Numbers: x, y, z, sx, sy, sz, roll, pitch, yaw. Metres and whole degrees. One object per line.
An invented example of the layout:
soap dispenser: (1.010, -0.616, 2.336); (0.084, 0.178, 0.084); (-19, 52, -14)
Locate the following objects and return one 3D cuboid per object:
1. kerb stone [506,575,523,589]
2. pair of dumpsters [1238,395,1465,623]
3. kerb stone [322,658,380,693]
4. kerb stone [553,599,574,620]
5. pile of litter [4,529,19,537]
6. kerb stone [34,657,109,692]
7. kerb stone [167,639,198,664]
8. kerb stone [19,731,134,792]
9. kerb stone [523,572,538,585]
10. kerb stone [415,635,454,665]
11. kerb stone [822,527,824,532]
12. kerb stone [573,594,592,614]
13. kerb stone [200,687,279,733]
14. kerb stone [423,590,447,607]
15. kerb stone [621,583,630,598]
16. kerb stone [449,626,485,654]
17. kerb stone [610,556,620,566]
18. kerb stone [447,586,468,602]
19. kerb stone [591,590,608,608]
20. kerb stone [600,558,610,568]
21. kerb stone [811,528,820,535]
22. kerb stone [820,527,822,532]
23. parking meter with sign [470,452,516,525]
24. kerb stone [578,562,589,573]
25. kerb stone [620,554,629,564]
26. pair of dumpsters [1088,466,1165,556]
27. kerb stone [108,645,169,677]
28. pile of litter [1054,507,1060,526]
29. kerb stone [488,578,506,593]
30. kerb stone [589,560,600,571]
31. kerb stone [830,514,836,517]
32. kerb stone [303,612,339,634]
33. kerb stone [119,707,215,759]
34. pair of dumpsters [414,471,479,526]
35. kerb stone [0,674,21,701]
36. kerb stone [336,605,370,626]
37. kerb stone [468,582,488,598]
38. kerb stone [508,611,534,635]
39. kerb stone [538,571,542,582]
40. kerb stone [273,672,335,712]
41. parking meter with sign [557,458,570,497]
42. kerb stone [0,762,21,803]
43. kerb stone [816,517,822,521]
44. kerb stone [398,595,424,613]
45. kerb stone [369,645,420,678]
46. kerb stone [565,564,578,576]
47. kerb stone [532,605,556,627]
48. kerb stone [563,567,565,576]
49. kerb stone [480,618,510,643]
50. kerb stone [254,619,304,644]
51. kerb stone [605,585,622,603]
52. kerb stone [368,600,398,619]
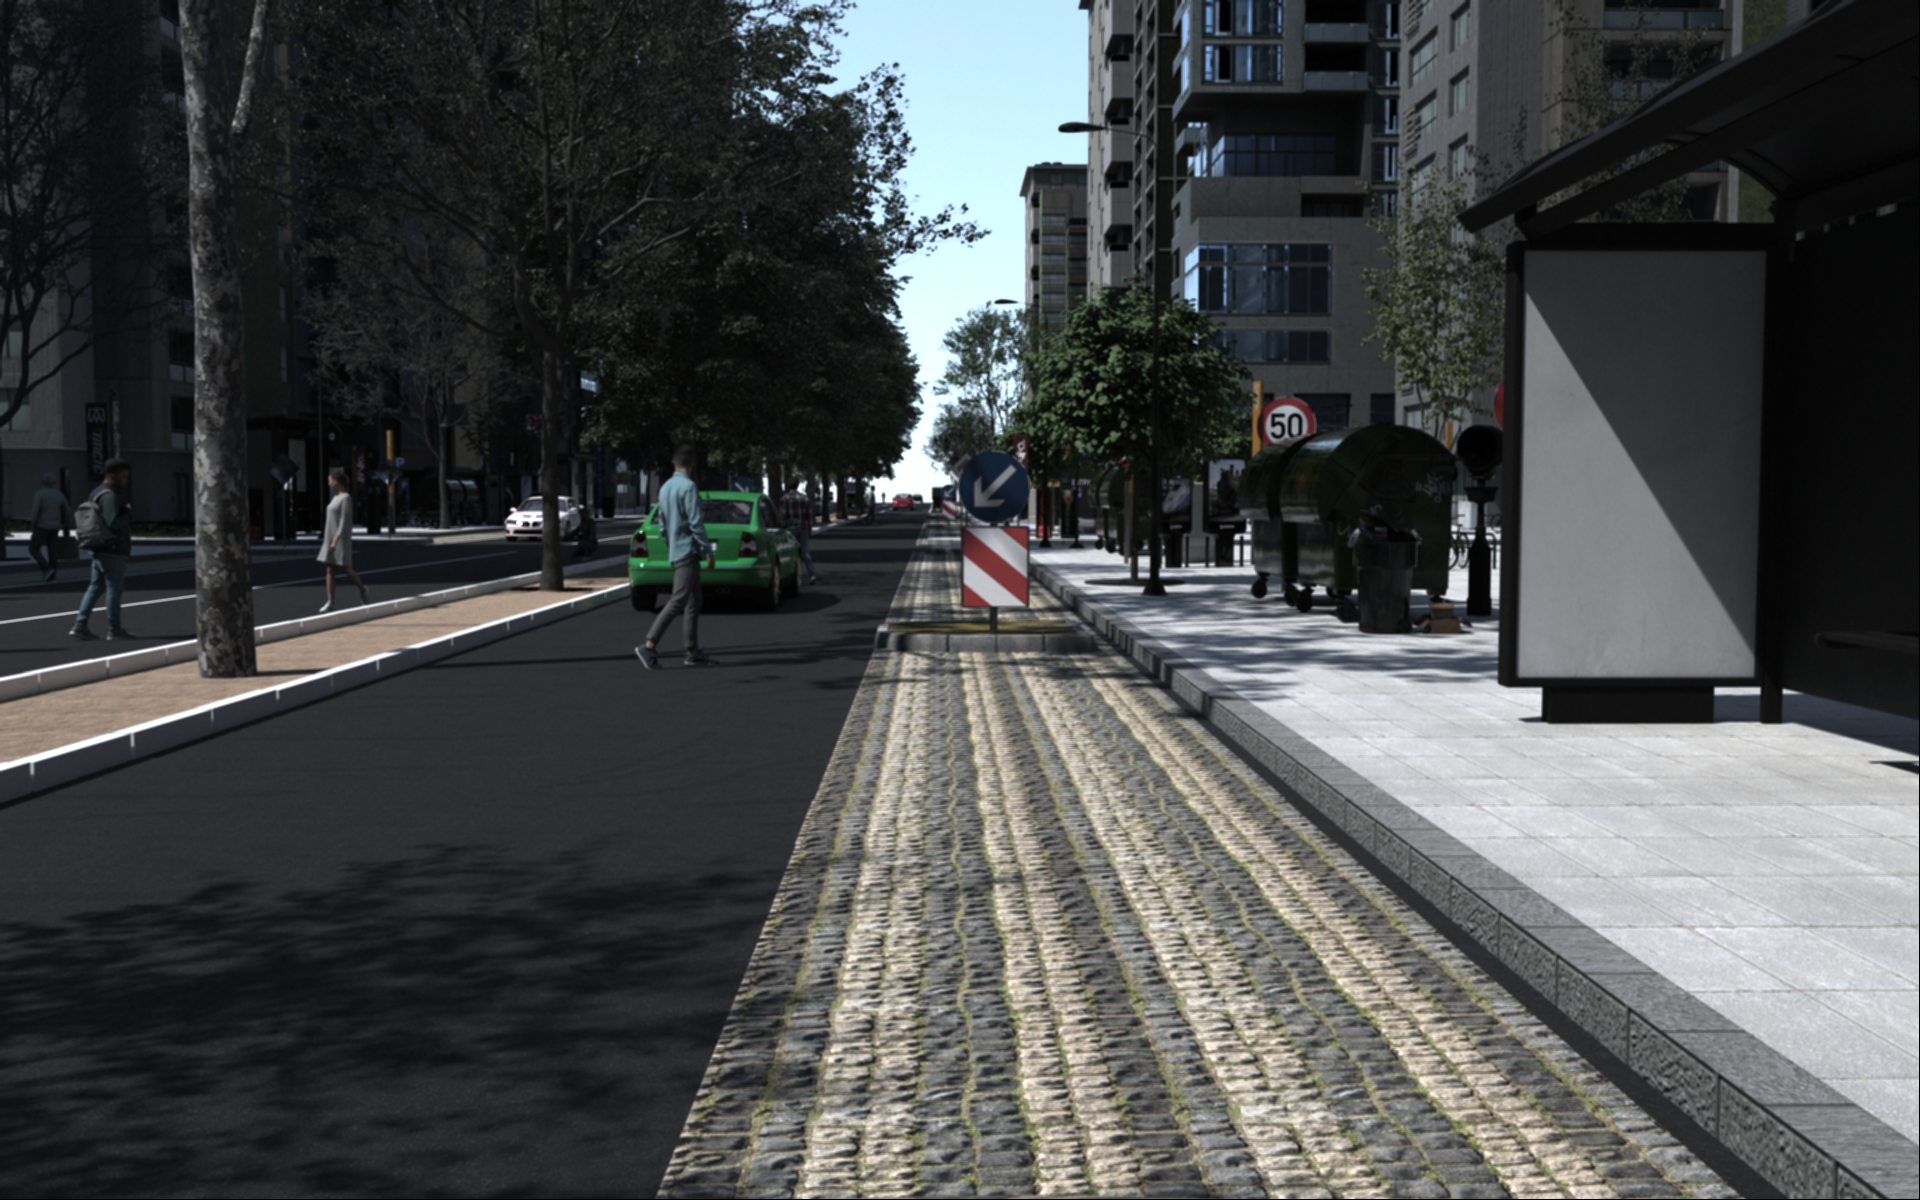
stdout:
kerb stone: (-6.850, -0.248, 26.253); (0.120, 0.150, 1.000); (0, 4, -1)
pair of dumpsters: (4.232, -1.021, 19.183); (1.574, 2.255, 4.437); (0, 4, -1)
kerb stone: (-4.569, 0.571, 12.920); (0.120, 0.150, 1.000); (0, 4, -1)
kerb stone: (-4.668, 0.129, 20.094); (0.120, 0.150, 1.000); (0, 4, -1)
pile of litter: (-28.900, -2.303, 51.617); (1.719, 0.858, 1.176); (2, 4, 26)
kerb stone: (-6.673, 0.566, 12.934); (0.120, 0.150, 1.000); (0, 4, -1)
kerb stone: (-6.693, 0.443, 14.978); (0.120, 0.150, 1.000); (0, 4, -1)
kerb stone: (-4.513, 0.824, 8.817); (0.120, 0.150, 1.000); (0, 4, -1)
kerb stone: (-6.866, -0.311, 27.279); (0.120, 0.150, 1.000); (0, 4, -1)
kerb stone: (-4.594, 0.444, 14.972); (0.120, 0.150, 1.000); (0, 4, -1)
kerb stone: (-5.278, -2.602, 64.740); (0.120, 0.150, 1.000); (0, 4, -1)
kerb stone: (-4.672, 0.066, 21.116); (0.120, 0.150, 1.000); (0, 4, -1)
kerb stone: (-4.538, 0.693, 10.866); (0.120, 0.150, 1.000); (0, 4, -1)
kerb stone: (-6.800, 0.003, 22.153); (0.120, 0.150, 1.000); (0, 4, -1)
kerb stone: (-4.728, -0.122, 24.192); (0.120, 0.150, 1.000); (0, 4, -1)
kerb stone: (-4.606, 0.379, 15.996); (0.120, 0.150, 1.000); (0, 4, -1)
kerb stone: (-6.958, -0.749, 34.456); (0.120, 0.150, 1.000); (0, 4, -1)
kerb stone: (-6.810, -0.060, 23.178); (0.120, 0.150, 1.000); (0, 4, -1)
kerb stone: (-4.692, 0.003, 22.144); (0.120, 0.150, 1.000); (0, 4, -1)
kerb stone: (-6.953, -0.686, 33.429); (0.120, 0.150, 1.000); (0, 4, -1)
kerb stone: (-5.248, -2.476, 62.678); (0.120, 0.150, 1.000); (0, 4, -1)
kerb stone: (-5.261, -2.535, 63.718); (0.120, 0.150, 1.000); (0, 4, -1)
parking meter with sign: (-19.208, -4.593, 71.360); (1.738, 3.016, 0.543); (-2, 4, -30)
kerb stone: (-6.924, -0.562, 31.383); (0.120, 0.150, 1.000); (0, 4, -1)
kerb stone: (-6.980, -0.812, 35.478); (0.120, 0.150, 1.000); (0, 4, -1)
pair of dumpsters: (3.764, -2.160, 37.808); (1.574, 2.255, 4.437); (0, 4, -1)
kerb stone: (-6.678, 0.506, 13.956); (0.120, 0.150, 1.000); (0, 4, -1)
pile of litter: (4.007, -3.447, 70.327); (1.176, 0.858, 1.719); (0, 4, 4)
kerb stone: (-6.836, -0.186, 25.231); (0.120, 0.150, 1.000); (0, 4, -1)
kerb stone: (-6.935, -0.622, 32.406); (0.120, 0.150, 1.000); (0, 4, -1)
kerb stone: (-7.989, -5.294, 108.760); (0.120, 0.150, 1.000); (0, 4, -1)
kerb stone: (-6.735, 0.257, 18.057); (0.120, 0.150, 1.000); (0, 4, -1)
kerb stone: (-4.522, 0.759, 9.843); (0.120, 0.150, 1.000); (0, 4, -1)
pair of dumpsters: (-21.038, -4.190, 70.999); (1.574, 2.255, 4.437); (0, 4, -1)
kerb stone: (-6.656, 0.633, 11.911); (0.120, 0.150, 1.000); (0, 4, -1)
kerb stone: (-6.754, 0.191, 19.079); (0.120, 0.150, 1.000); (0, 4, -1)
kerb stone: (-6.819, -0.123, 24.209); (0.120, 0.150, 1.000); (0, 4, -1)
kerb stone: (-4.642, 0.254, 18.050); (0.120, 0.150, 1.000); (0, 4, -1)
kerb stone: (-6.878, -0.373, 28.301); (0.120, 0.150, 1.000); (0, 4, -1)
kerb stone: (-4.545, 0.637, 11.889); (0.120, 0.150, 1.000); (0, 4, -1)
parking meter with sign: (-19.581, -5.302, 82.945); (1.738, 3.016, 0.543); (-1, 4, -10)
kerb stone: (-4.504, 0.882, 7.795); (0.120, 0.150, 1.000); (0, 4, -1)
kerb stone: (-7.813, -4.534, 96.434); (0.120, 0.150, 1.000); (0, 4, -1)
kerb stone: (-6.779, 0.065, 21.131); (0.120, 0.150, 1.000); (0, 4, -1)
kerb stone: (-4.580, 0.504, 13.947); (0.120, 0.150, 1.000); (0, 4, -1)
kerb stone: (-6.912, -0.499, 30.358); (0.120, 0.150, 1.000); (0, 4, -1)
kerb stone: (-4.649, 0.191, 19.072); (0.120, 0.150, 1.000); (0, 4, -1)
kerb stone: (-6.897, -0.436, 29.328); (0.120, 0.150, 1.000); (0, 4, -1)
kerb stone: (-4.629, 0.317, 17.018); (0.120, 0.150, 1.000); (0, 4, -1)
kerb stone: (-6.726, 0.316, 17.033); (0.120, 0.150, 1.000); (0, 4, -1)
kerb stone: (-4.704, -0.059, 23.170); (0.120, 0.150, 1.000); (0, 4, -1)
kerb stone: (-6.770, 0.128, 20.103); (0.120, 0.150, 1.000); (0, 4, -1)
